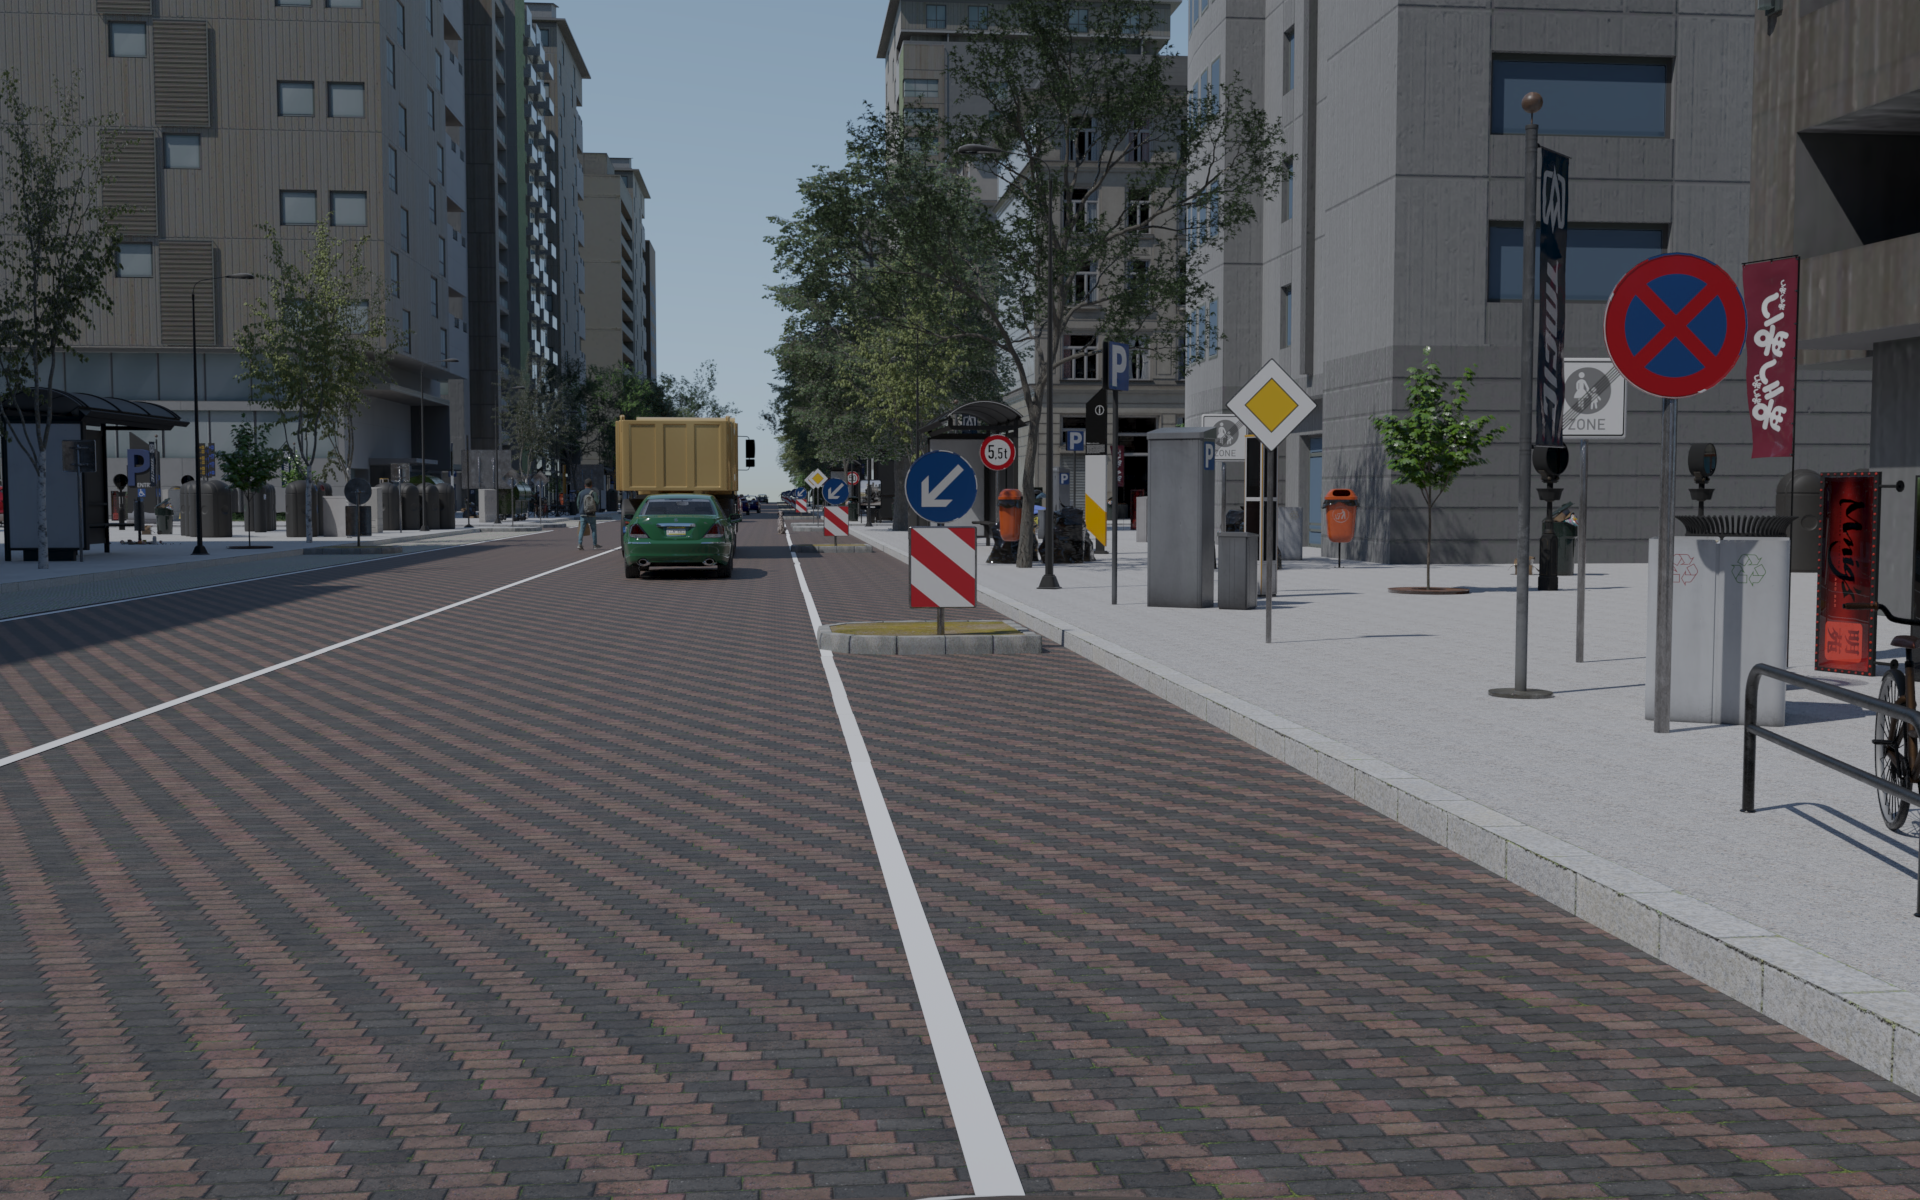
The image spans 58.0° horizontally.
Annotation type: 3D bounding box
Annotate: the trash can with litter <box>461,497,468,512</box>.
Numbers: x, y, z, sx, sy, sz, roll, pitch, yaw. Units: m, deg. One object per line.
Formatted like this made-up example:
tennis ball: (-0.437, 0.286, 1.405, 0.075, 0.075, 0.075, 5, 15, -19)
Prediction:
trash can with litter: (-35.095, -6.831, 123.079, 1.055, 1.170, 0.624, 2, 4, 34)

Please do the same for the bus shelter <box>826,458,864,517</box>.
bus shelter: (-6.677, -6.503, 100.248, 2.014, 3.302, 5.546, 0, 4, -6)

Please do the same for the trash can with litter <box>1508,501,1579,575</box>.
trash can with litter: (9.215, -0.976, 27.349, 1.055, 1.170, 0.624, 1, 4, 20)

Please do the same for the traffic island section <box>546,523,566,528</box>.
traffic island section: (-18.059, -3.194, 74.509, 2.009, 0.180, 2.903, 0, 4, -6)

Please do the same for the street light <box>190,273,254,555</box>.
street light: (-15.545, -3.914, 36.527, 1.470, 5.913, 1.316, 0, 4, -6)

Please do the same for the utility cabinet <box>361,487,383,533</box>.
utility cabinet: (-19.575, -2.950, 56.915, 1.173, 1.500, 0.318, 1, 4, 16)

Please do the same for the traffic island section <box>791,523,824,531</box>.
traffic island section: (-5.533, -2.785, 67.811, 2.009, 0.180, 2.903, 0, 4, -6)

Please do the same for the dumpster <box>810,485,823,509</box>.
dumpster: (-12.151, -8.957, 148.932, 1.502, 2.255, 1.985, 0, 4, -6)

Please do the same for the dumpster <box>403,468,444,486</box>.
dumpster: (-20.082, -3.813, 64.842, 1.502, 2.255, 1.985, 0, 4, -6)

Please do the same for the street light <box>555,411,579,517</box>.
street light: (-22.027, -7.615, 97.038, 1.470, 5.913, 1.316, 0, 4, -6)

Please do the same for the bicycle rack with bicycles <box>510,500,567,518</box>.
bicycle rack with bicycles: (-22.871, -4.816, 92.131, 2.852, 0.926, 2.925, 0, 4, 3)

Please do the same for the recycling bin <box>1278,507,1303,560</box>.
recycling bin: (6.298, -1.303, 33.855, 0.722, 1.027, 0.722, 0, 4, 4)

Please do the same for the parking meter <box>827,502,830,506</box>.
parking meter: (-8.666, -6.562, 115.698, 0.372, 1.533, 0.369, 0, 3, 0)

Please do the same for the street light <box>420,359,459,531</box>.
street light: (-17.886, -5.319, 59.502, 1.470, 5.913, 1.316, 0, 4, -6)

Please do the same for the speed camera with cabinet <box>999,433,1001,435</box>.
speed camera with cabinet: (0.317, -3.049, 44.180, 2.038, 3.252, 0.660, 0, 4, -1)

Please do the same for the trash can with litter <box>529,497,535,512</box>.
trash can with litter: (-30.381, -6.868, 123.681, 1.055, 1.170, 0.624, -2, 4, -23)

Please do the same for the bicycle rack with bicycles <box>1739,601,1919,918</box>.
bicycle rack with bicycles: (4.081, 0.445, 6.107, 2.852, 0.926, 2.925, 1, 4, 9)

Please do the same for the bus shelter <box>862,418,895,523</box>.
bus shelter: (-3.413, -6.320, 80.970, 2.179, 5.291, 8.768, 0, 4, -6)

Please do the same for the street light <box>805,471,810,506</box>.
street light: (-10.584, -9.496, 127.803, 1.470, 5.913, 1.316, 0, 4, -6)

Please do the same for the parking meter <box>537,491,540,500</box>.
parking meter: (-33.617, -7.926, 137.997, 0.372, 1.533, 0.369, 0, 3, 0)

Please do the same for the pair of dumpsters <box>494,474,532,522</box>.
pair of dumpsters: (-21.443, -4.886, 82.384, 1.574, 2.255, 4.437, 0, 4, -6)

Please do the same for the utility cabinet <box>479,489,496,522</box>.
utility cabinet: (-21.112, -4.210, 77.510, 0.318, 1.500, 1.173, 1, 4, 11)

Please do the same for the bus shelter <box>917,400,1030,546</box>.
bus shelter: (0.245, -2.822, 40.058, 2.014, 3.302, 5.546, 0, 4, -6)

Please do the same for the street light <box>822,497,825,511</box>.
street light: (-5.695, -6.736, 82.679, 1.470, 5.913, 1.316, 0, 4, -6)

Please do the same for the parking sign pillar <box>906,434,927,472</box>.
parking sign pillar: (-1.583, -4.801, 66.965, 1.447, 3.967, 1.447, 1, 4, 15)

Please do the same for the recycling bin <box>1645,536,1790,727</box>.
recycling bin: (4.357, 0.159, 9.958, 0.722, 1.027, 0.722, 2, 4, 25)

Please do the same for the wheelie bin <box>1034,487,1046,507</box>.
wheelie bin: (3.404, -4.252, 77.435, 0.980, 1.594, 0.693, 0, 4, 5)

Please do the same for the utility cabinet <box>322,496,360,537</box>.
utility cabinet: (-18.547, -2.486, 51.810, 1.020, 1.237, 0.306, 1, 4, 20)

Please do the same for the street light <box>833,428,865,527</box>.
street light: (-4.115, -5.828, 67.836, 1.470, 5.913, 1.316, 0, 4, -6)

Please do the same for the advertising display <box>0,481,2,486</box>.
advertising display: (-46.487, -4.788, 83.494, 0.123, 1.923, 0.974, 0, 4, 0)

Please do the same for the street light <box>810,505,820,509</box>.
street light: (-8.239, -8.132, 105.493, 1.470, 5.913, 1.316, 0, 4, -6)

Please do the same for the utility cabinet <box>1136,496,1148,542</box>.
utility cabinet: (4.894, -2.160, 46.470, 0.306, 1.237, 1.020, 1, 4, 9)

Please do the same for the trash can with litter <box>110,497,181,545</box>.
trash can with litter: (-21.033, -2.052, 44.602, 1.678, 1.210, 2.233, -2, 4, -27)

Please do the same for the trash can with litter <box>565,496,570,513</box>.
trash can with litter: (-25.989, -6.432, 116.547, 0.624, 1.170, 1.055, 3, 4, 36)

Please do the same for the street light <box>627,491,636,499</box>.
street light: (-26.688, -10.344, 141.662, 1.470, 5.913, 1.316, 0, 4, -6)

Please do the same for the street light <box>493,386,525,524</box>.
street light: (-19.439, -6.251, 74.745, 1.470, 5.913, 1.316, 0, 4, -6)

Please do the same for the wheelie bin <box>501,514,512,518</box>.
wheelie bin: (-24.689, -5.266, 94.013, 0.693, 1.594, 0.980, -1, 4, -22)

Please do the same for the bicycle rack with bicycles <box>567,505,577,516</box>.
bicycle rack with bicycles: (-24.197, -5.413, 101.880, 2.925, 0.926, 2.852, -1, 4, -16)

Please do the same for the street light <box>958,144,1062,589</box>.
street light: (0.669, -3.100, 23.225, 1.470, 5.913, 1.316, 0, 4, -6)

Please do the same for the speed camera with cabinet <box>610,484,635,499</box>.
speed camera with cabinet: (-28.802, -9.386, 147.791, 2.038, 3.252, 0.660, 0, 4, -1)

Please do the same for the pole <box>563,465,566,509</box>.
pole: (-27.535, -7.750, 120.560, 0.158, 3.312, 0.155, 0, 3, 0)

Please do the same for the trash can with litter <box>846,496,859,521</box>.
trash can with litter: (-5.040, -4.270, 81.199, 0.624, 1.170, 1.055, 0, 4, -3)

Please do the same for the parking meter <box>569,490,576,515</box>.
parking meter: (-23.253, -5.847, 104.010, 0.372, 1.533, 0.369, 0, 3, 0)

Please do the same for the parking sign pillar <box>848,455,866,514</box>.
parking sign pillar: (-6.672, -7.475, 110.687, 1.447, 3.967, 1.447, 3, 5, 44)

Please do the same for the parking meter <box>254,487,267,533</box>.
parking meter: (-23.359, -3.021, 57.808, 0.372, 1.533, 0.369, 0, 3, 0)

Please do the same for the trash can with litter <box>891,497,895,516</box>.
trash can with litter: (-2.460, -3.917, 75.429, 1.055, 1.170, 0.624, 1, 4, 12)

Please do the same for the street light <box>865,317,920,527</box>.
street light: (-1.656, -4.465, 45.538, 1.470, 5.913, 1.316, 0, 4, -6)

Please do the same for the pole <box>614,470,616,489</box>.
pole: (-29.032, -9.285, 145.653, 0.158, 3.312, 0.155, 0, 3, 0)

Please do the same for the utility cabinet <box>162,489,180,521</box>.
utility cabinet: (-36.355, -4.358, 79.931, 0.318, 1.500, 1.173, 0, 4, 5)

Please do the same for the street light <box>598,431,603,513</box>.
street light: (-24.274, -8.980, 119.359, 1.470, 5.913, 1.316, 0, 4, -6)

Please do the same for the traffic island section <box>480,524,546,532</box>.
traffic island section: (-17.208, -2.709, 66.569, 2.009, 0.180, 2.903, 0, 4, -6)

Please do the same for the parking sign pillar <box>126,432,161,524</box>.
parking sign pillar: (-35.275, -5.283, 74.845, 1.447, 3.967, 1.447, 0, 4, 6)

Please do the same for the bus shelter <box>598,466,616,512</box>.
bus shelter: (-25.754, -7.928, 123.538, 2.014, 3.302, 5.546, 0, 4, -6)

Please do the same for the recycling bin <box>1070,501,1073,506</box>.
recycling bin: (3.884, -3.280, 66.176, 0.722, 1.027, 0.722, 1, 4, 18)

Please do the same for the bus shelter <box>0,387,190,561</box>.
bus shelter: (-17.719, -2.541, 35.477, 2.014, 3.302, 5.546, 0, 4, -6)

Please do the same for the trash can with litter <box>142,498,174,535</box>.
trash can with litter: (-25.365, -2.645, 54.636, 1.055, 1.170, 0.624, -1, 4, -20)

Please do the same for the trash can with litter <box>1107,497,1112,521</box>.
trash can with litter: (7.140, -4.418, 83.626, 0.624, 1.170, 1.055, -2, 4, -34)

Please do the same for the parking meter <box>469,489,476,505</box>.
parking meter: (-27.550, -5.628, 97.731, 0.399, 1.863, 0.255, -2, 4, -29)

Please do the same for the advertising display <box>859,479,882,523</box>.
advertising display: (-3.910, -4.321, 75.858, 0.974, 1.923, 0.123, 1, 4, 8)
